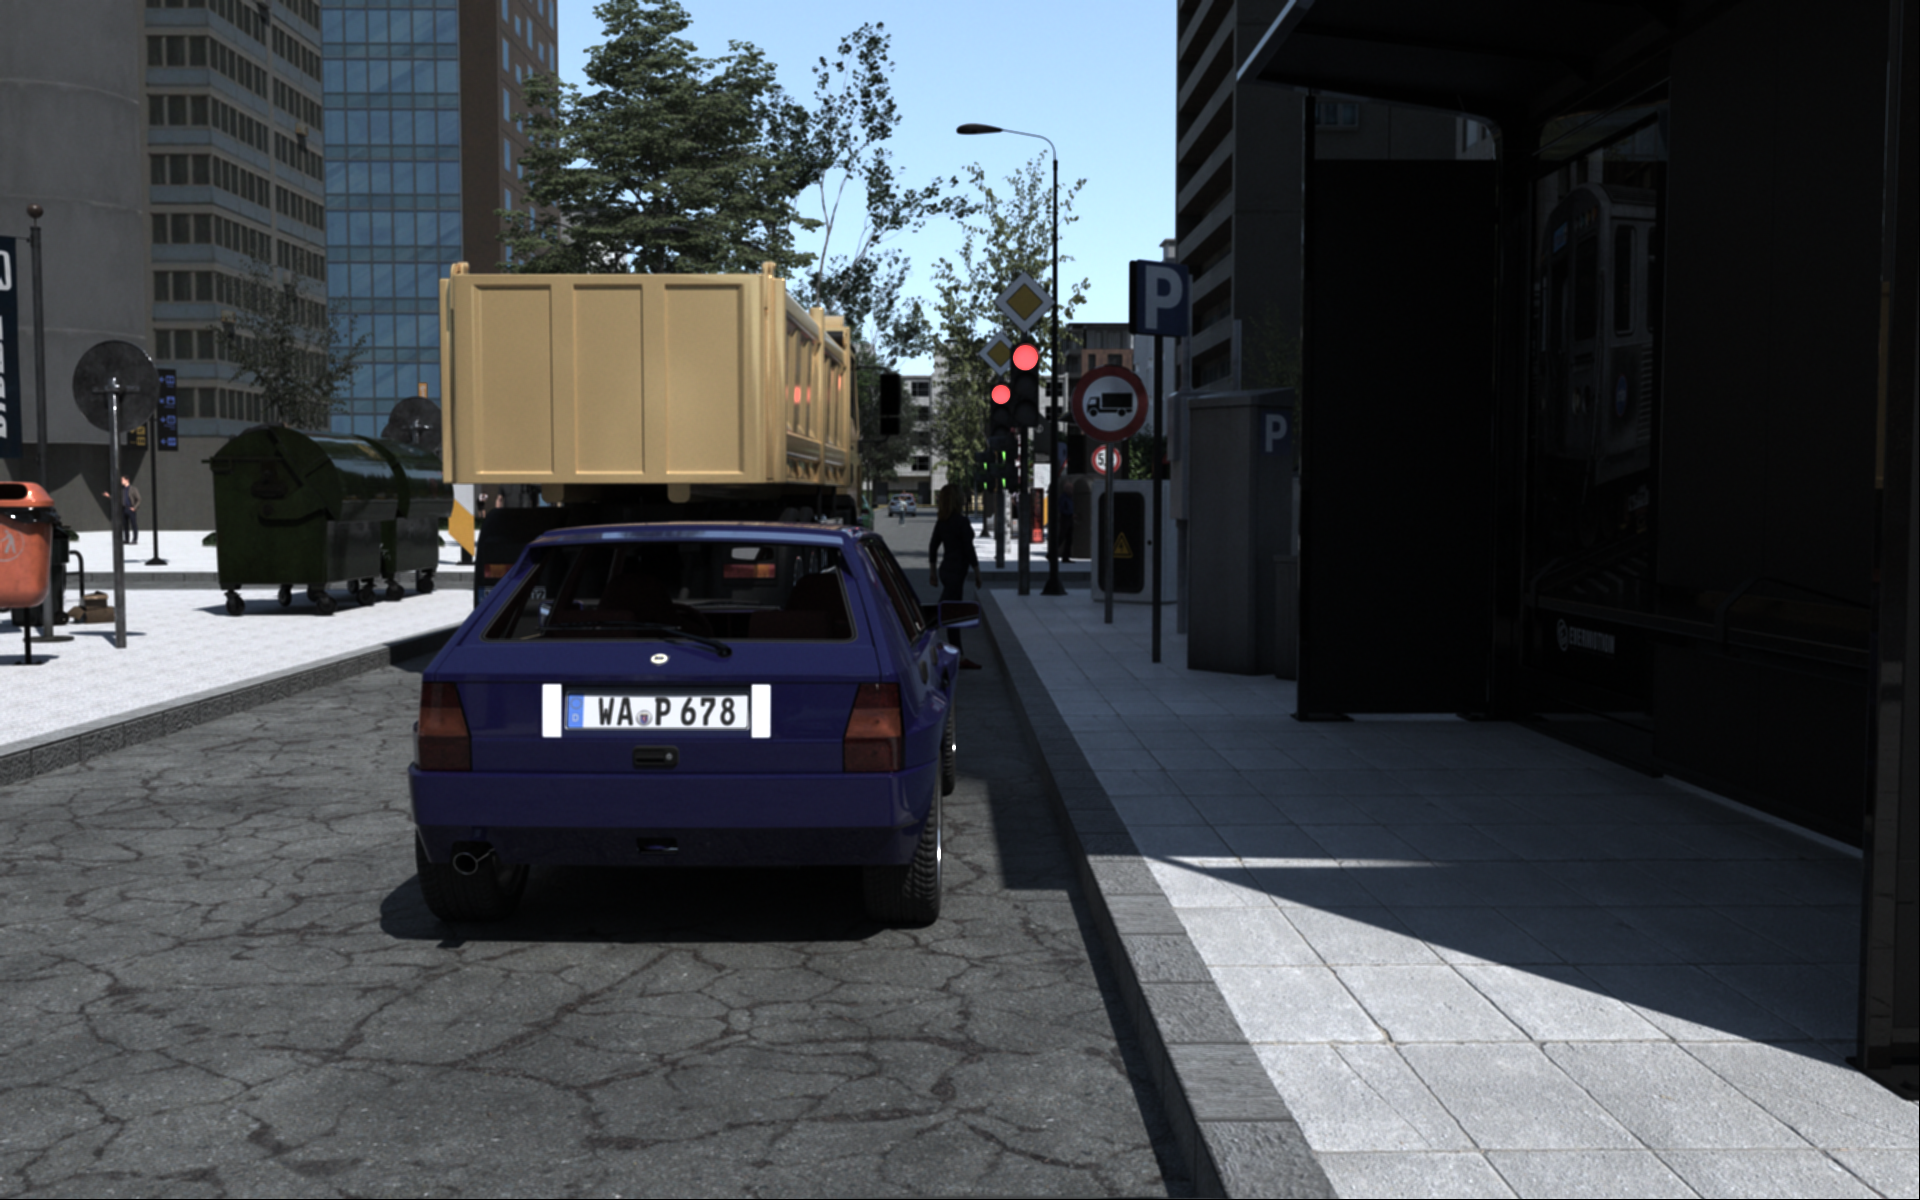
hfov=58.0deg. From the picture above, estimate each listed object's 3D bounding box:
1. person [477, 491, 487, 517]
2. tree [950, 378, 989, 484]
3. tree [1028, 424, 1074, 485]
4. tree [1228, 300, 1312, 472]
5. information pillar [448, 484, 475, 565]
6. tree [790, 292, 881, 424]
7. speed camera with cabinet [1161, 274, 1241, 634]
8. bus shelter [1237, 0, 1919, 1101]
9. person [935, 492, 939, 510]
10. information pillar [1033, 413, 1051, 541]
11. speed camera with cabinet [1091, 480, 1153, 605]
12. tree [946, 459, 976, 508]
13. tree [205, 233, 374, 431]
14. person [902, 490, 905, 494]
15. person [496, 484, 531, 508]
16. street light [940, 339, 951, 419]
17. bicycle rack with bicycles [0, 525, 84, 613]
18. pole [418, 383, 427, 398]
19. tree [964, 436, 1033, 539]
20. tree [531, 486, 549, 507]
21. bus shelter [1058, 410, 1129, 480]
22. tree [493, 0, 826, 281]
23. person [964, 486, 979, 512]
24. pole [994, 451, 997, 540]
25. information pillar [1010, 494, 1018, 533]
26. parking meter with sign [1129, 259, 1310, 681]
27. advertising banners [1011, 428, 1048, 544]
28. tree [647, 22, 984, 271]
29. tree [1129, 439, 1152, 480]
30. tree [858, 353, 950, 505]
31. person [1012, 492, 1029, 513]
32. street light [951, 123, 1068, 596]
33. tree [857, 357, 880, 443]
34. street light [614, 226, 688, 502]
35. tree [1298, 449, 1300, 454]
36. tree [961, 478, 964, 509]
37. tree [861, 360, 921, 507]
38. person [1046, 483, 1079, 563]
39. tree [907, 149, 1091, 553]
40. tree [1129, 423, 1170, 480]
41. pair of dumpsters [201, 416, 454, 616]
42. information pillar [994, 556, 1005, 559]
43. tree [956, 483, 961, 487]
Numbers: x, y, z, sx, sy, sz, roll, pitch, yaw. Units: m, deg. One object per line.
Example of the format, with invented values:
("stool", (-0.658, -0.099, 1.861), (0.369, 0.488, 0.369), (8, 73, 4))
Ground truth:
("person", (-23.389, -4.622, 84.809), (0.799, 1.438, 0.628), (2, 4, 26))
("tree", (-0.653, -16.616, 182.042), (12.009, 13.543, 11.850), (0, 3, 0))
("tree", (4.167, -5.754, 77.797), (4.285, 4.588, 4.351), (0, 3, 0))
("tree", (12.199, -7.018, 65.113), (4.737, 8.622, 4.395), (0, 3, 0))
("information pillar", (-8.982, -2.436, 31.181), (0.504, 3.616, 0.183), (1, 4, 13))
("tree", (-7.730, -10.075, 90.482), (9.928, 11.665, 9.643), (0, 3, 0))
("speed camera with cabinet", (2.263, -1.266, 15.037), (0.660, 3.252, 2.038), (0, 4, -2))
("bus shelter", (2.455, -0.945, 6.728), (1.731, 3.624, 6.357), (0, 4, -1))
("person", (-2.077, -9.105, 158.832), (0.415, 1.643, 0.593), (1, 4, 16))
("information pillar", (2.215, -3.414, 47.175), (0.504, 3.616, 0.183), (-1, 4, -16))
("speed camera with cabinet", (2.496, -1.573, 20.052), (2.038, 3.252, 0.660), (3, 5, 39))
("tree", (0.398, -10.786, 160.062), (4.285, 4.588, 4.351), (0, 3, 0))
("tree", (-19.314, -6.083, 49.815), (4.360, 8.622, 3.978), (0, 3, 0))
("person", (-4.556, -8.216, 143.549), (0.721, 1.743, 1.217), (2, 4, 29))
("person", (-7.622, -1.427, 29.506), (0.598, 1.807, 0.434), (0, 4, 5))
("street light", (0.209, -4.857, 51.954), (1.470, 5.913, 1.316), (0, 4, -1))
("bicycle rack with bicycles", (-11.276, -0.404, 19.980), (2.852, 0.926, 2.925), (0, 4, 6))
("pole", (-9.861, -2.326, 31.881), (0.158, 3.312, 0.155), (0, 3, 0))
("tree", (1.405, -3.394, 50.092), (1.663, 3.219, 1.824), (0, 3, 0))
("tree", (-17.462, -4.790, 72.923), (1.663, 3.219, 1.824), (0, 3, 0))
("bus shelter", (3.898, -3.668, 51.252), (1.731, 3.624, 6.357), (0, 4, -1))
("tree", (-6.996, -7.448, 39.903), (7.486, 12.596, 7.792), (0, 3, 0))
("person", (0.661, -7.044, 121.225), (1.348, 1.823, 0.705), (-1, 4, -11))
("pole", (1.057, -3.318, 48.097), (0.158, 3.312, 0.155), (0, 3, 0))
("information pillar", (1.780, -3.214, 57.048), (0.304, 2.012, 0.304), (0, 4, -5))
("parking meter with sign", (2.008, -0.991, 12.464), (0.543, 3.016, 1.738), (-3, 4, -38))
("advertising banners", (2.010, -2.973, 44.792), (2.074, 3.025, 0.090), (-3, 5, -43))
("tree", (-5.746, -13.045, 69.174), (12.611, 20.169, 13.585), (0, 3, 0))
("tree", (6.089, -4.066, 61.081), (1.663, 3.219, 1.824), (0, 3, 0))
("tree", (-7.986, -14.707, 150.833), (12.009, 13.543, 11.850), (0, 3, 0))
("person", (2.038, -2.999, 56.007), (0.756, 1.711, 0.436), (3, 5, 42))
("street light", (0.656, -3.018, 21.893), (1.470, 5.913, 1.316), (0, 4, -1))
("tree", (-8.277, -10.252, 102.039), (8.767, 10.594, 7.601), (1, 4, 12))
("street light", (-5.425, -3.527, 30.209), (1.470, 5.913, 1.316), (0, 4, -1))
("tree", (16.272, -5.602, 75.311), (4.285, 4.588, 4.351), (0, 3, 0))
("tree", (1.190, -6.253, 96.844), (1.663, 3.219, 1.824), (0, 3, 0))
("tree", (-8.179, -15.801, 165.002), (9.857, 13.997, 8.962), (0, 3, 0))
("person", (1.984, -1.432, 32.157), (0.574, 1.496, 0.600), (-3, 5, -41))
("tree", (0.973, -5.336, 37.598), (4.737, 8.622, 4.395), (0, 3, 0))
("tree", (8.576, -5.891, 80.035), (4.285, 4.588, 4.351), (0, 3, 0))
("pair of dumpsters", (-7.237, -1.080, 20.147), (1.574, 2.255, 4.437), (0, 4, -1))
("information pillar", (0.785, -2.612, 34.063), (0.183, 3.616, 0.504), (0, 4, -3))
("tree", (0.457, -9.618, 151.861), (1.663, 3.219, 1.824), (0, 3, 0))
